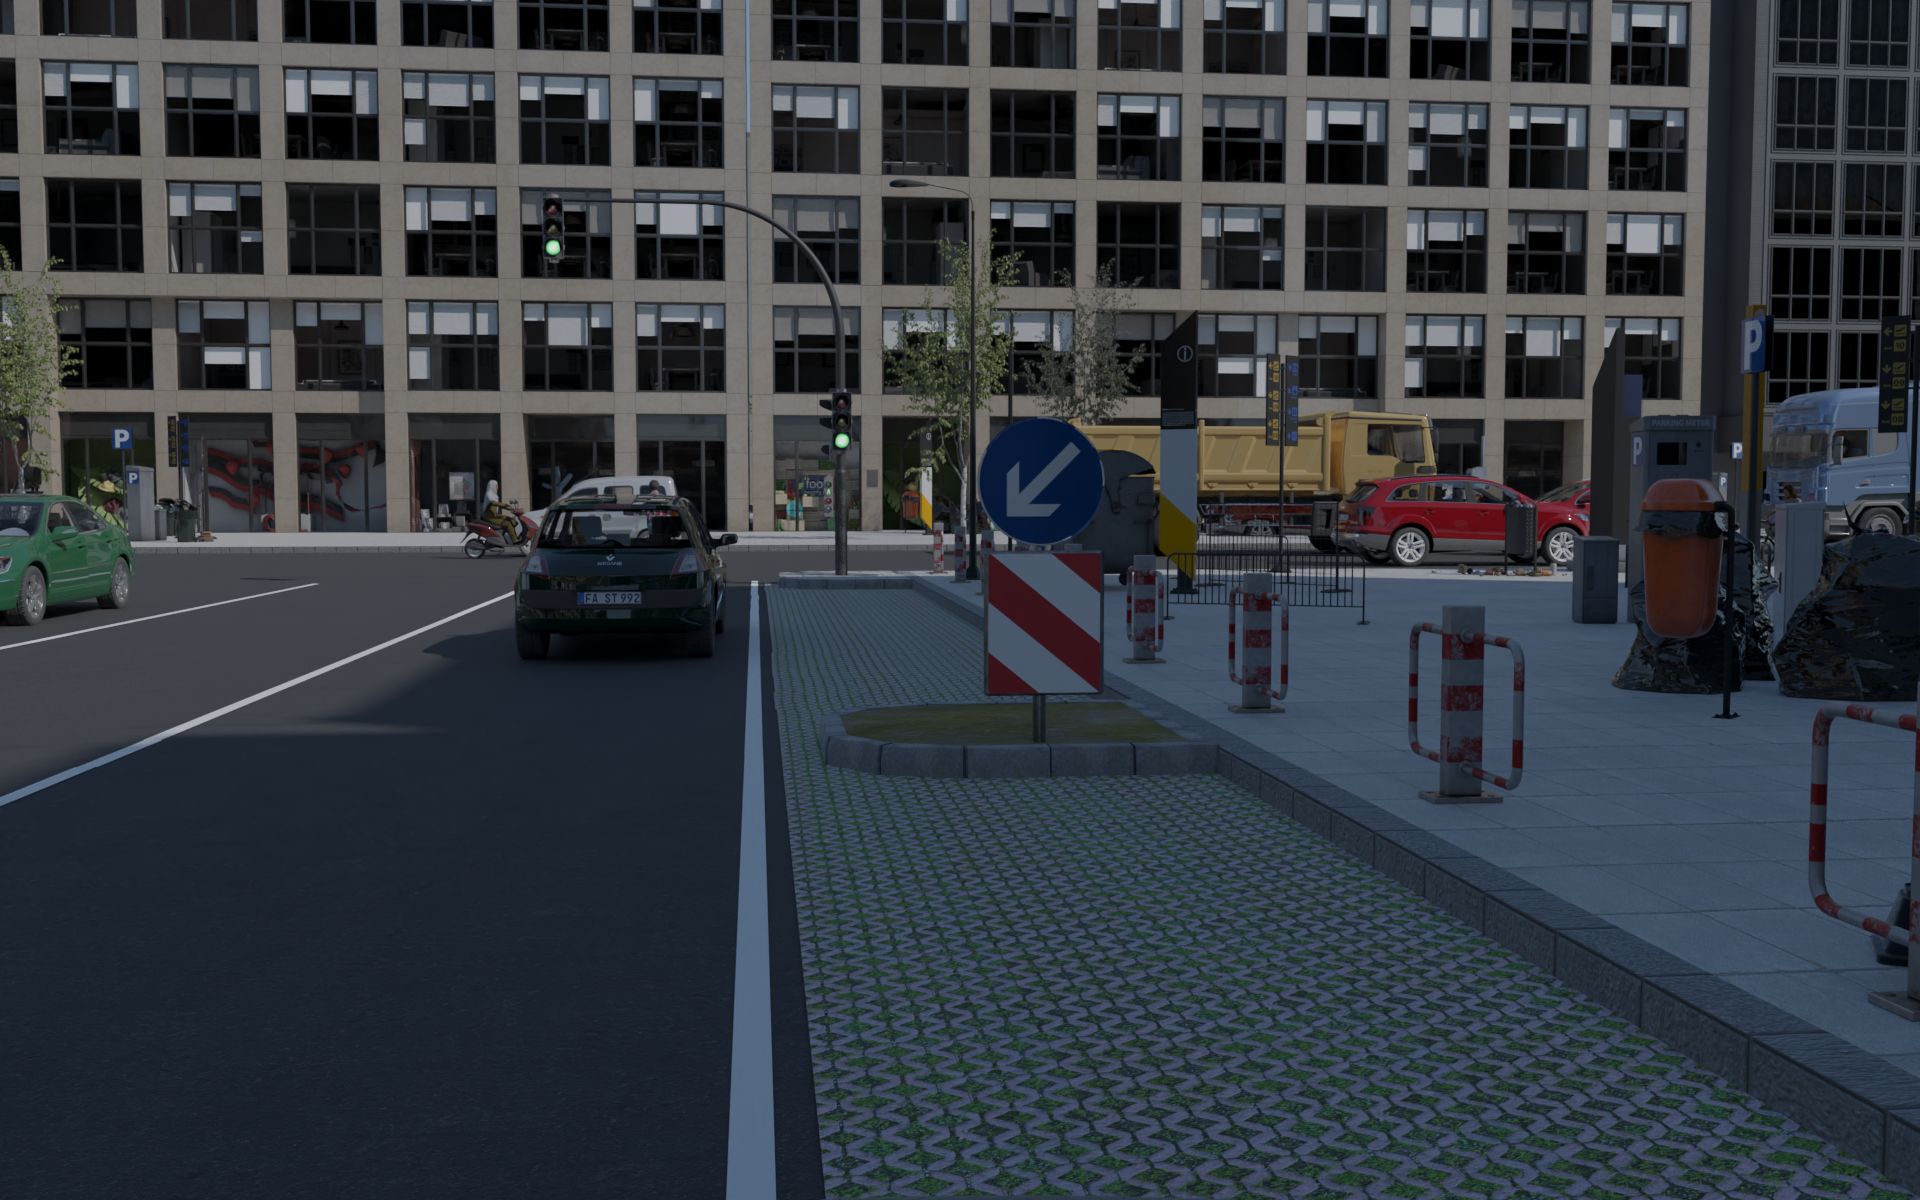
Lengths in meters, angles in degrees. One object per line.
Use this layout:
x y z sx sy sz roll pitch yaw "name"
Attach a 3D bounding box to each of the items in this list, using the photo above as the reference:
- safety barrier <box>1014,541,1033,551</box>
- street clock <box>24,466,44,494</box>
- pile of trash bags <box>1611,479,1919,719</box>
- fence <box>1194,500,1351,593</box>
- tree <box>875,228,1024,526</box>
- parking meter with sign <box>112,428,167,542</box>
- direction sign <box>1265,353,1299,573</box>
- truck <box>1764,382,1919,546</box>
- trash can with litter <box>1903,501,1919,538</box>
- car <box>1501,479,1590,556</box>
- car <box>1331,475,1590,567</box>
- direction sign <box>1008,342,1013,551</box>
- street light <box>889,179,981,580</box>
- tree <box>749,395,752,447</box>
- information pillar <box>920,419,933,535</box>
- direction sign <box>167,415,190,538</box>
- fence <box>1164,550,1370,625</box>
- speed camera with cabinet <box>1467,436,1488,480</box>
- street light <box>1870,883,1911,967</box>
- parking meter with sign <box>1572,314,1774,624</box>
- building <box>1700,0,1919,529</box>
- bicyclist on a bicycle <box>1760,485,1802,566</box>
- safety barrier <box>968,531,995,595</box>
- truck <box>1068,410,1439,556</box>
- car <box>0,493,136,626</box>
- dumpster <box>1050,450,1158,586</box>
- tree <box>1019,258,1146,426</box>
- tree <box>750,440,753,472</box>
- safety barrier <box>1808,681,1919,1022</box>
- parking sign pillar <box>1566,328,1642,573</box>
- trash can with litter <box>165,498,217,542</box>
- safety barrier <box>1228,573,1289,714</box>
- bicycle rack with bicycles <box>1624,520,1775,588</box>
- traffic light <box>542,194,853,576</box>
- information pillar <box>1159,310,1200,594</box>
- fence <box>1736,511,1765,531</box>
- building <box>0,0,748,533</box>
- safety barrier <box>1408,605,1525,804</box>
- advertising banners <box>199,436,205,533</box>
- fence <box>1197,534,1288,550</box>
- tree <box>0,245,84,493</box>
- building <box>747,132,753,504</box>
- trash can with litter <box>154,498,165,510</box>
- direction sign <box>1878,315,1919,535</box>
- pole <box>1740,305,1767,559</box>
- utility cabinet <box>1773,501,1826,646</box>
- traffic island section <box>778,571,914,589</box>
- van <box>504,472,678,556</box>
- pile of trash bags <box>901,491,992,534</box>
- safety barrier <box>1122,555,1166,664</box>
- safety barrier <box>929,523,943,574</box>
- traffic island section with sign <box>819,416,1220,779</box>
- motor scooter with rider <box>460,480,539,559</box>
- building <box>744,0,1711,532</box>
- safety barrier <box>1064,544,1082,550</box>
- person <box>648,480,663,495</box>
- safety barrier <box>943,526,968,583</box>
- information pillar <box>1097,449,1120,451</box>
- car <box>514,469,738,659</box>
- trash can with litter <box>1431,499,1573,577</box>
0.700 -0.293 19.071 0.300 0.817 1.120 0 4 -7 "safety barrier"
-24.266 -2.494 45.344 0.358 2.002 0.471 0 4 -5 "street clock"
5.137 -0.085 11.147 1.912 1.369 3.447 3 5 40 "pile of trash bags"
4.198 -0.742 23.340 0.480 1.192 2.264 -3 5 -43 "fence"
-0.013 -5.995 48.386 4.737 8.622 4.395 0 3 0 "tree"
-22.141 -3.094 46.844 0.543 3.016 1.738 0 4 5 "parking meter with sign"
5.242 -2.216 28.224 0.379 3.537 0.876 3 5 45 "direction sign"
28.695 -3.234 42.642 18.799 4.110 2.967 0 4 -5 "truck"
16.651 -1.101 29.390 1.055 1.170 0.624 0 4 8 "trash can with litter"
15.012 -1.976 40.984 5.304 1.827 2.281 -1 4 -8 "car"
10.238 -1.619 35.147 5.304 1.827 2.281 0 4 -6 "car"
0.764 -2.099 26.319 0.379 3.537 0.876 0 3 0 "direction sign"
-0.345 -3.253 25.732 1.470 5.913 1.316 0 4 -7 "street light"
-15.142 -14.099 156.267 9.928 11.665 9.643 0 3 0 "tree"
-1.049 -3.817 53.760 0.183 3.616 0.504 3 5 39 "information pillar"
-22.559 -3.551 50.061 0.876 3.537 0.379 2 4 28 "direction sign"
3.059 -0.125 17.427 2.069 0.683 0.278 1 4 19 "fence"
17.659 -4.006 59.832 0.660 3.252 2.038 0 4 1 "speed camera with cabinet"
2.150 -1.958 4.558 1.470 5.913 1.316 0 4 -7 "street light"
7.011 -1.276 17.126 1.738 3.016 0.543 0 4 2 "parking meter with sign"
37.995 -16.888 69.626 24.014 27.812 14.314 0 4 -7 "building"
16.008 -1.440 33.564 1.625 1.676 1.499 0 4 -7 "bicyclist on a bicycle"
0.351 -0.474 22.029 0.300 0.817 1.120 0 4 -7 "safety barrier"
7.113 -2.757 40.997 9.791 3.379 3.469 0 4 -7 "truck"
-11.192 -0.514 20.206 2.131 1.459 4.920 0 4 -8 "car"
1.919 -1.083 23.462 1.264 1.857 1.865 0 4 -7 "dumpster"
3.956 -6.378 54.647 4.360 8.622 3.978 0 3 0 "tree"
-17.402 -16.217 182.161 9.611 12.733 9.660 0 3 0 "tree"
2.451 0.611 4.283 0.300 0.817 1.120 0 4 -7 "safety barrier"
10.873 -2.465 28.767 1.447 3.967 1.447 0 4 4 "parking sign pillar"
-20.462 -2.132 46.240 0.624 1.170 1.055 3 4 38 "trash can with litter"
1.748 0.250 10.192 0.300 0.817 1.120 0 4 -7 "safety barrier"
10.444 -0.664 24.240 2.852 0.926 2.925 1 4 23 "bicycle rack with bicycles"
-3.964 -3.188 26.788 4.771 5.953 1.251 0 4 -7 "traffic light"
2.816 -1.886 22.197 0.504 3.616 0.183 2 4 25 "information pillar"
27.420 -2.785 60.914 0.278 0.683 2.069 -2 4 -27 "fence"
-25.135 -15.937 65.086 34.151 26.468 19.350 0 4 -7 "building"
2.098 0.431 7.236 0.300 0.817 1.120 0 4 -7 "safety barrier"
-23.098 -3.461 52.776 0.090 3.025 2.074 -2 4 -27 "advertising banners"
3.999 -0.621 25.527 2.069 0.683 0.278 3 5 45 "fence"
-27.577 -6.123 50.466 4.737 8.622 4.395 0 3 0 "tree"
-37.525 -37.085 225.948 30.456 49.044 23.786 0 4 -7 "building"
-24.076 -2.532 52.786 0.624 1.170 1.055 0 4 -3 "trash can with litter"
12.052 -1.828 21.883 0.379 3.537 0.876 -3 5 -40 "direction sign"
8.600 -1.527 18.802 0.158 3.312 0.155 0 3 0 "pole"
6.946 -0.197 14.383 0.306 1.237 1.020 1 4 21 "utility cabinet"
-1.856 -0.306 27.292 2.009 0.180 2.903 0 4 -7 "traffic island section"
-8.526 -2.025 40.127 4.112 2.044 2.013 -1 4 -9 "van"
-0.570 -2.857 56.469 3.447 1.369 1.912 3 5 40 "pile of trash bags"
1.401 0.069 13.154 0.300 0.817 1.120 0 4 -7 "safety barrier"
-0.348 -0.835 27.926 0.300 0.817 1.120 0 4 -7 "safety barrier"
0.225 -0.061 9.630 1.989 1.847 2.006 0 4 -7 "traffic island section with sign"
-10.083 -1.798 38.364 1.986 1.779 0.876 0 4 -6 "motor scooter with rider"
8.726 -16.210 69.544 34.151 26.468 19.350 0 4 -7 "building"
1.051 -0.112 16.105 0.300 0.817 1.120 0 4 -7 "safety barrier"
-6.078 -1.557 34.788 0.563 1.720 0.643 -3 5 -42 "person"
0.004 -0.655 24.979 0.300 0.817 1.120 0 4 -7 "safety barrier"
2.434 -1.463 28.413 0.304 2.012 0.304 2 4 24 "information pillar"
-3.145 -0.413 16.533 2.009 1.686 4.222 0 4 -6 "car"
8.641 -1.013 27.621 1.678 1.210 2.233 -3 5 -43 "trash can with litter"
